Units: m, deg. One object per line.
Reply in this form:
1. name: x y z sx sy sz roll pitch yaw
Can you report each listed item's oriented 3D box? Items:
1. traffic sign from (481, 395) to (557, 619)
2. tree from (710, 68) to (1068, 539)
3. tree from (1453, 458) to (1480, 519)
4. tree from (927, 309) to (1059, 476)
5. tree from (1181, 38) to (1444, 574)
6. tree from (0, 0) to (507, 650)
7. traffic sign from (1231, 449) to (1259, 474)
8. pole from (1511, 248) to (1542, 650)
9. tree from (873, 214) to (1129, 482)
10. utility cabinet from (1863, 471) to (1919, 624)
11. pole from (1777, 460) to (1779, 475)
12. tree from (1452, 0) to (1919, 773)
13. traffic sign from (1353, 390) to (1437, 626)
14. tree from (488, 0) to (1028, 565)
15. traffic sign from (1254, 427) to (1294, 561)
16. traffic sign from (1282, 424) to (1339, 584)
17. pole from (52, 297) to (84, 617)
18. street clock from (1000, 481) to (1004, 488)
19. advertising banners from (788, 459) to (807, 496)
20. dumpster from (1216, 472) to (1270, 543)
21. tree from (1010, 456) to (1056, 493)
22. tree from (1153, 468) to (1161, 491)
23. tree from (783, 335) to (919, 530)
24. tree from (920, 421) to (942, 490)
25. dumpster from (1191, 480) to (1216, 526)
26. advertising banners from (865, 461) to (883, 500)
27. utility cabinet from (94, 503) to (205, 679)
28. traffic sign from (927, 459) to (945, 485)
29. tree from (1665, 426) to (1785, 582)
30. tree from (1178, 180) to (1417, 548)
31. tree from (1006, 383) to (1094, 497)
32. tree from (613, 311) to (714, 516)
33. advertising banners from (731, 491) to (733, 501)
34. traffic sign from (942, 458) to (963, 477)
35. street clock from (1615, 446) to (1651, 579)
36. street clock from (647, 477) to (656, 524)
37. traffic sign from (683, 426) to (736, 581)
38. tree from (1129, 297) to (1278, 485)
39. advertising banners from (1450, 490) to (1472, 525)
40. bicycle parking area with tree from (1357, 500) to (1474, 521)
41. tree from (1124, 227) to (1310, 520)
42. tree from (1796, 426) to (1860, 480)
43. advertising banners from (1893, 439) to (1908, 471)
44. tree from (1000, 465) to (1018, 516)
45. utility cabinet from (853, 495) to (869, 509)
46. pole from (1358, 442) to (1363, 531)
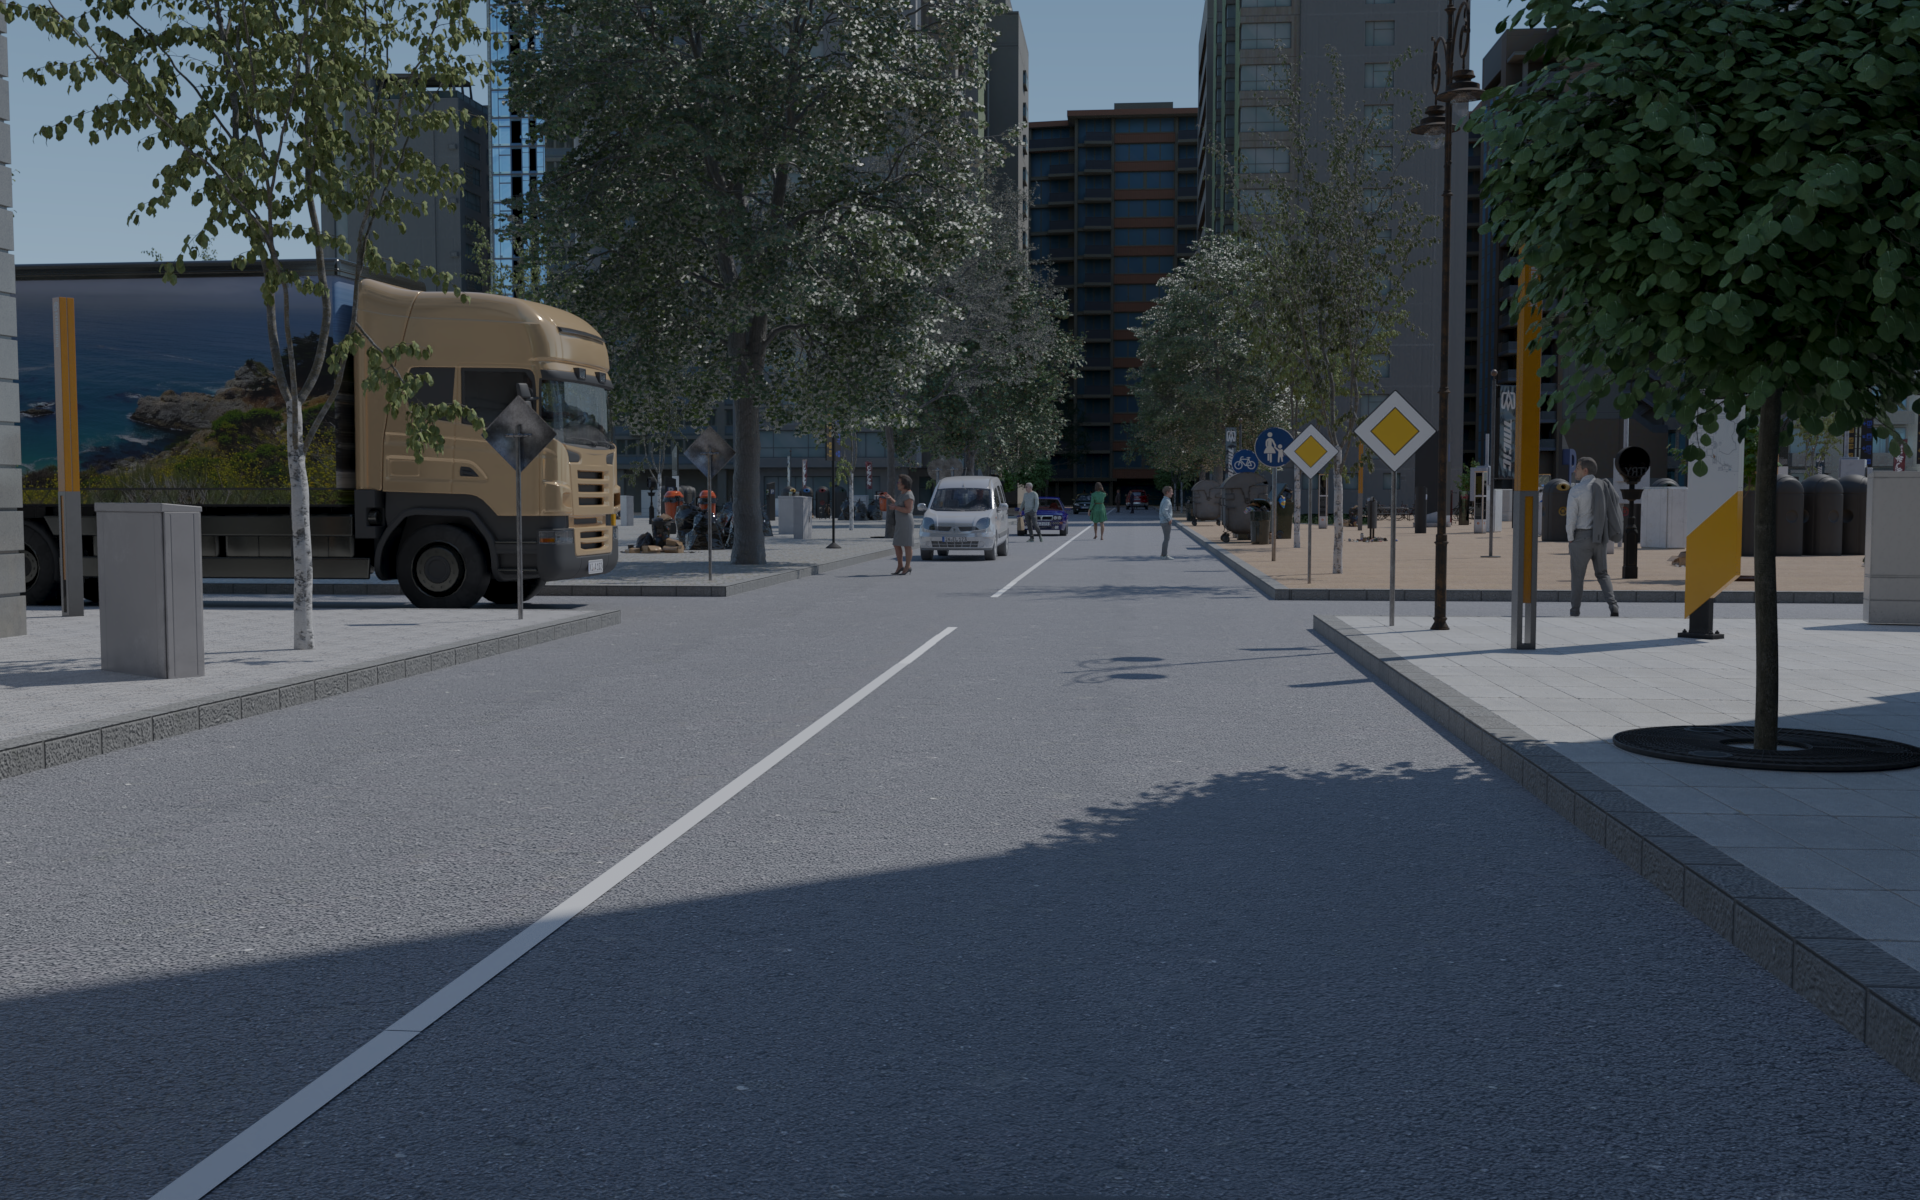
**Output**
1. traffic sign: -4.499 -0.859 17.683 0.795 2.450 0.064 0 4 6
2. tree: -1.991 -8.533 49.877 12.009 13.543 11.850 0 3 0
3. tree: 26.909 -5.880 90.744 1.663 3.219 1.824 0 3 0
4. tree: 1.184 -9.701 84.363 9.928 11.665 9.643 0 3 0
5. tree: 5.891 -4.722 27.573 4.360 8.622 3.978 0 3 0
6. tree: -5.404 -3.882 13.837 4.737 8.622 4.395 0 3 0
7. traffic sign: 8.109 -3.012 49.357 0.768 2.556 0.104 0 4 8
8. pole: 4.664 -1.248 14.242 0.158 3.312 0.155 0 3 0
9. tree: 0.444 -9.402 70.723 9.611 12.733 9.660 0 3 0
10. utility cabinet: 9.507 -0.503 16.896 1.173 1.500 0.318 1 4 17
11. pole: 23.044 -3.375 49.025 0.158 3.312 0.155 0 3 0
12. tree: 4.094 -1.522 8.602 4.285 4.588 4.351 0 3 0
13. traffic sign: 4.199 -0.804 16.792 0.795 2.450 0.064 0 4 6
14. tree: -3.782 -7.631 31.427 9.857 13.997 8.962 0 3 0
15. traffic sign: 5.998 -2.015 33.044 0.768 2.556 0.104 1 4 13
16. traffic sign: 4.997 -1.290 24.737 0.795 2.450 0.064 0 4 6
17. pole: -9.314 -1.483 18.085 0.158 3.312 0.155 0 3 0
18. street clock: 2.203 -5.456 93.781 0.358 2.002 0.471 -1 4 -11
19. advertising banners: -8.178 -5.571 87.273 0.090 3.025 2.074 -2 4 -32
20. dumpster: 7.574 -2.466 46.082 1.264 1.857 1.865 0 4 6
21. tree: 4.920 -8.122 116.504 4.285 4.588 4.351 0 3 0
22. tree: 16.801 -9.148 133.281 4.285 4.588 4.351 0 3 0
23. tree: -4.077 -6.766 60.986 4.737 8.622 4.395 0 3 0
24. tree: -0.886 -8.916 96.138 4.737 8.622 4.395 0 3 0
25. dumpster: 10.008 -3.936 70.105 1.264 1.857 1.865 0 4 6
26. advertising banners: -4.303 -5.896 92.580 2.074 3.025 0.090 -3 5 -44
27. utility cabinet: -5.789 -0.075 12.389 1.020 1.237 0.306 3 5 40
28. traffic sign: -0.817 -3.853 63.099 0.768 2.556 0.104 1 4 11
29. tree: 11.641 -1.915 25.918 1.663 3.219 1.824 0 3 0
30. tree: 8.246 -5.546 41.035 4.737 8.622 4.395 0 3 0
31. tree: 6.989 -12.238 134.502 7.601 10.594 8.767 1 4 10
32. tree: -11.035 -6.923 63.558 4.360 8.622 3.978 0 3 0
33. advertising banners: -9.470 -4.725 73.443 0.090 3.025 2.074 0 4 4
34. traffic sign: -0.268 -3.729 61.069 0.768 2.556 0.104 1 4 12
35. street clock: 10.166 -1.325 26.226 0.471 2.002 0.358 0 4 7
36. street clock: -13.024 -4.193 73.122 0.358 2.002 0.471 -2 4 -34
37. traffic sign: -3.701 -1.345 25.628 0.795 2.450 0.064 0 4 6
38. tree: 13.719 -11.092 98.368 9.611 12.733 9.660 0 3 0
39. advertising banners: 20.027 -4.583 71.113 2.074 3.025 0.090 -1 4 -9
40. bicycle parking area with tree: 23.187 -6.017 85.385 9.016 4.147 8.231 2 4 25
41. tree: 12.646 -10.865 84.294 9.857 13.997 8.962 0 3 0
42. tree: 39.205 -7.878 79.173 4.737 8.622 4.395 0 3 0
43. advertising banners: 29.548 -3.638 55.663 0.090 3.025 2.074 -1 4 -18
44. tree: 2.583 -6.603 102.564 1.663 3.219 1.824 0 3 0
45. utility cabinet: -5.603 -5.232 96.711 1.020 1.237 0.306 2 4 28
46. pole: 14.056 -4.093 60.769 0.158 3.312 0.155 0 3 0
